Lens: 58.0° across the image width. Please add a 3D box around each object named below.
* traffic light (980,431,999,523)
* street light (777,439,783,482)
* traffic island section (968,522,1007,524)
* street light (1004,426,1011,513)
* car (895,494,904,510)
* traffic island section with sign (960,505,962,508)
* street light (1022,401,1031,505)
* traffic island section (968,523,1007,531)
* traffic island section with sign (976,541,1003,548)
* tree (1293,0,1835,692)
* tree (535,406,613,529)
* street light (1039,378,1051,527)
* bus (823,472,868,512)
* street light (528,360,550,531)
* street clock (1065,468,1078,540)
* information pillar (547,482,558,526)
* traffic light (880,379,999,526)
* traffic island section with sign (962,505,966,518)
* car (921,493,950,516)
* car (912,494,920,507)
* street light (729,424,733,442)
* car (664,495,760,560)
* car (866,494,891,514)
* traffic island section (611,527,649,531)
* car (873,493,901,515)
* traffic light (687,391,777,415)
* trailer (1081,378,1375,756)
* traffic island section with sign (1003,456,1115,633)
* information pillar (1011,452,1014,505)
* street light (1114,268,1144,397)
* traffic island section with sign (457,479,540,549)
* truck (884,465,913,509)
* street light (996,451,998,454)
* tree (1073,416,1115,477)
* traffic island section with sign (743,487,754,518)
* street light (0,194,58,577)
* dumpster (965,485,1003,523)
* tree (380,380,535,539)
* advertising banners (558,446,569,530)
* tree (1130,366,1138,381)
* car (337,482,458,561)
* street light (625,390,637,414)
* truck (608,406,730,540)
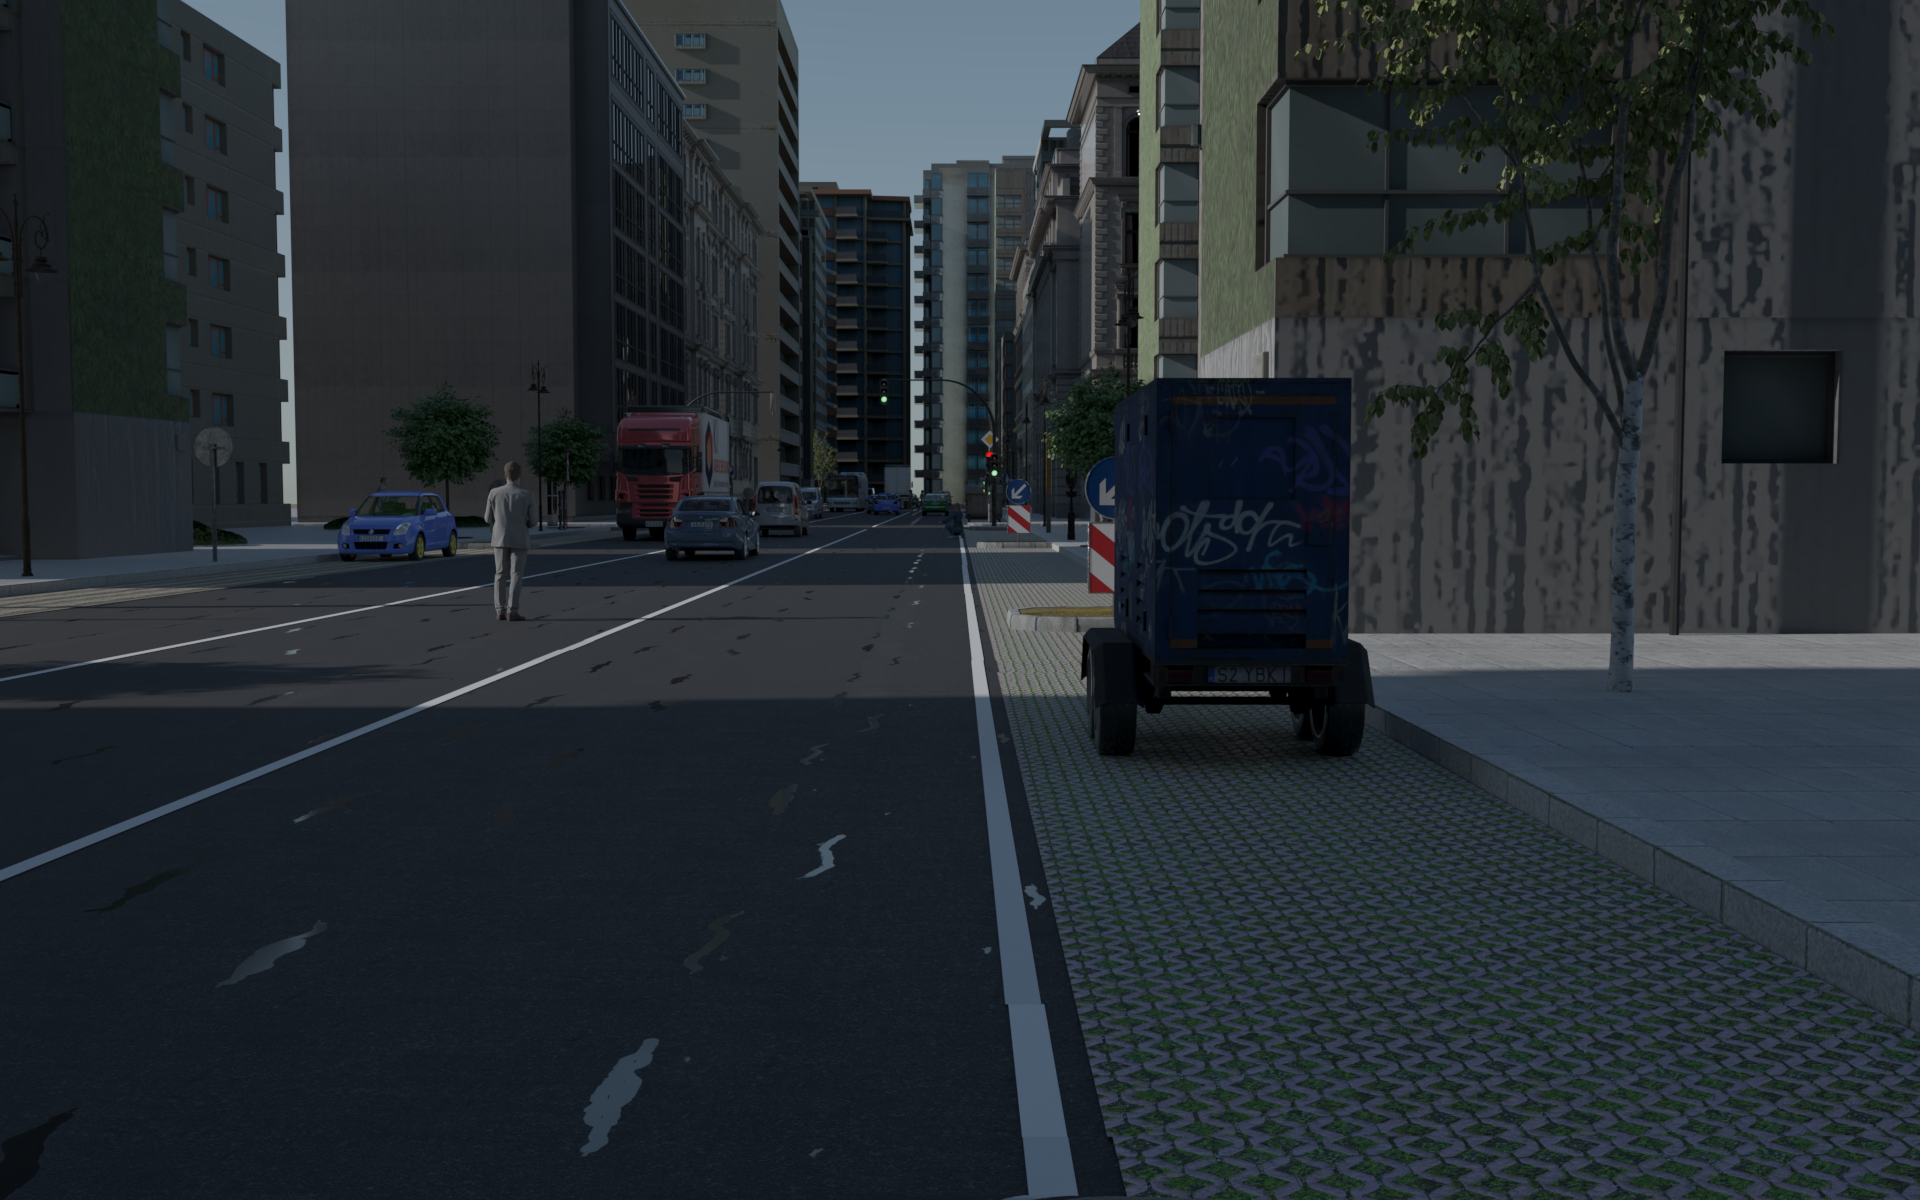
[{"bbox_3d":[1.303,-5.360,76.559,0.839,4.253,0.868,0,4,0],"label":"traffic light"},{"bbox_3d":[-14.838,-10.402,142.853,0.468,5.910,1.993,0,4,0],"label":"street light"},{"bbox_3d":[1.343,-3.327,76.673,2.009,0.180,2.903,0,4,0],"label":"traffic island section"},{"bbox_3d":[3.253,-8.902,118.338,0.468,5.910,1.993,0,4,0],"label":"street light"},{"bbox_3d":[-6.104,-8.950,158.327,2.014,1.417,4.499,0,4,1],"label":"car"},{"bbox_3d":[1.185,-7.388,129.423,1.989,1.847,2.006,0,4,0],"label":"traffic island section with sign"},{"bbox_3d":[3.291,-6.907,85.718,0.468,5.910,1.993,0,4,0],"label":"street light"},{"bbox_3d":[1.367,-2.838,68.688,2.009,0.180,2.903,0,4,0],"label":"traffic island section"},{"bbox_3d":[1.435,-2.304,46.302,1.989,1.847,2.006,0,4,0],"label":"traffic island section with sign"},{"bbox_3d":[4.287,-3.724,11.251,4.737,8.622,4.395,0,3,0],"label":"tree"},{"bbox_3d":[-14.746,-4.973,65.026,4.285,4.588,4.351,0,3,0],"label":"tree"},{"bbox_3d":[3.339,-5.837,68.216,0.468,5.910,1.993,0,4,0],"label":"street light"},{"bbox_3d":[-9.308,-9.077,143.263,2.948,3.499,13.247,0,4,1],"label":"bus"},{"bbox_3d":[-14.510,-5.320,59.773,0.468,5.910,1.993,0,4,0],"label":"street light"},{"bbox_3d":[3.110,-2.678,48.357,0.358,2.002,0.471,1,4,18],"label":"street clock"},{"bbox_3d":[-16.293,-3.957,69.194,0.304,2.012,0.304,2,4,32],"label":"information pillar"},{"bbox_3d":[-0.765,-5.734,68.426,4.771,5.953,1.251,0,4,0],"label":"traffic light"},{"bbox_3d":[1.262,-5.717,102.101,1.989,1.847,2.006,0,4,0],"label":"traffic island section with sign"},{"bbox_3d":[-1.623,-6.541,115.737,1.959,1.807,4.718,0,4,0],"label":"car"},{"bbox_3d":[-5.445,-10.979,191.298,2.131,1.459,4.920,0,4,2],"label":"car"},{"bbox_3d":[-14.706,-8.406,110.233,0.468,5.910,1.993,0,4,0],"label":"street light"},{"bbox_3d":[-5.559,-1.654,39.041,2.014,1.417,4.499,0,4,-1],"label":"car"},{"bbox_3d":[-5.903,-6.997,126.398,2.014,1.417,4.499,0,4,-1],"label":"car"},{"bbox_3d":[-12.575,-2.836,68.652,2.009,0.180,2.903,0,4,0],"label":"traffic island section"},{"bbox_3d":[-4.996,-6.670,118.647,1.945,1.707,3.694,0,3,0],"label":"car"},{"bbox_3d":[-10.467,-6.231,76.543,4.771,5.953,1.251,0,4,0],"label":"traffic light"},{"bbox_3d":[1.467,-0.210,10.482,1.471,1.999,3.904,0,4,1],"label":"trailer"},{"bbox_3d":[1.519,-0.618,18.726,1.989,1.847,2.006,0,4,0],"label":"traffic island section with sign"},{"bbox_3d":[2.897,-6.414,96.231,0.183,3.616,0.504,-1,4,-9],"label":"information pillar"},{"bbox_3d":[3.458,-3.841,35.596,0.468,5.910,1.993,0,4,0],"label":"street light"},{"bbox_3d":[-12.179,-2.264,45.651,1.989,1.847,2.006,0,4,0],"label":"traffic island section with sign"},{"bbox_3d":[-6.159,-11.231,172.534,2.839,4.237,11.283,0,4,-1],"label":"truck"},{"bbox_3d":[3.088,-10.922,151.360,0.468,5.910,1.993,0,4,0],"label":"street light"},{"bbox_3d":[3.568,-2.670,38.259,1.663,3.219,1.824,0,3,0],"label":"tree"},{"bbox_3d":[-12.345,-5.664,101.241,1.989,1.847,2.006,0,4,0],"label":"traffic island section with sign"},{"bbox_3d":[-14.542,-3.305,26.830,0.468,5.910,1.993,0,4,0],"label":"street light"},{"bbox_3d":[1.131,-4.491,81.650,1.865,1.857,1.264,0,4,0],"label":"dumpster"},{"bbox_3d":[-14.926,-4.056,50.026,4.285,4.588,4.351,0,3,0],"label":"tree"},{"bbox_3d":[-14.198,-4.033,62.128,0.090,3.025,2.074,0,4,-2],"label":"advertising banners"},{"bbox_3d":[8.498,-6.998,64.781,4.360,8.622,3.978,0,3,0],"label":"tree"},{"bbox_3d":[-12.314,-1.736,37.978,1.945,1.707,3.694,0,3,0],"label":"car"},{"bbox_3d":[-14.552,-6.383,77.154,0.468,5.910,1.993,0,4,0],"label":"street light"},{"bbox_3d":[-9.401,-4.177,57.213,2.839,4.237,11.283,0,4,-2],"label":"truck"}]
